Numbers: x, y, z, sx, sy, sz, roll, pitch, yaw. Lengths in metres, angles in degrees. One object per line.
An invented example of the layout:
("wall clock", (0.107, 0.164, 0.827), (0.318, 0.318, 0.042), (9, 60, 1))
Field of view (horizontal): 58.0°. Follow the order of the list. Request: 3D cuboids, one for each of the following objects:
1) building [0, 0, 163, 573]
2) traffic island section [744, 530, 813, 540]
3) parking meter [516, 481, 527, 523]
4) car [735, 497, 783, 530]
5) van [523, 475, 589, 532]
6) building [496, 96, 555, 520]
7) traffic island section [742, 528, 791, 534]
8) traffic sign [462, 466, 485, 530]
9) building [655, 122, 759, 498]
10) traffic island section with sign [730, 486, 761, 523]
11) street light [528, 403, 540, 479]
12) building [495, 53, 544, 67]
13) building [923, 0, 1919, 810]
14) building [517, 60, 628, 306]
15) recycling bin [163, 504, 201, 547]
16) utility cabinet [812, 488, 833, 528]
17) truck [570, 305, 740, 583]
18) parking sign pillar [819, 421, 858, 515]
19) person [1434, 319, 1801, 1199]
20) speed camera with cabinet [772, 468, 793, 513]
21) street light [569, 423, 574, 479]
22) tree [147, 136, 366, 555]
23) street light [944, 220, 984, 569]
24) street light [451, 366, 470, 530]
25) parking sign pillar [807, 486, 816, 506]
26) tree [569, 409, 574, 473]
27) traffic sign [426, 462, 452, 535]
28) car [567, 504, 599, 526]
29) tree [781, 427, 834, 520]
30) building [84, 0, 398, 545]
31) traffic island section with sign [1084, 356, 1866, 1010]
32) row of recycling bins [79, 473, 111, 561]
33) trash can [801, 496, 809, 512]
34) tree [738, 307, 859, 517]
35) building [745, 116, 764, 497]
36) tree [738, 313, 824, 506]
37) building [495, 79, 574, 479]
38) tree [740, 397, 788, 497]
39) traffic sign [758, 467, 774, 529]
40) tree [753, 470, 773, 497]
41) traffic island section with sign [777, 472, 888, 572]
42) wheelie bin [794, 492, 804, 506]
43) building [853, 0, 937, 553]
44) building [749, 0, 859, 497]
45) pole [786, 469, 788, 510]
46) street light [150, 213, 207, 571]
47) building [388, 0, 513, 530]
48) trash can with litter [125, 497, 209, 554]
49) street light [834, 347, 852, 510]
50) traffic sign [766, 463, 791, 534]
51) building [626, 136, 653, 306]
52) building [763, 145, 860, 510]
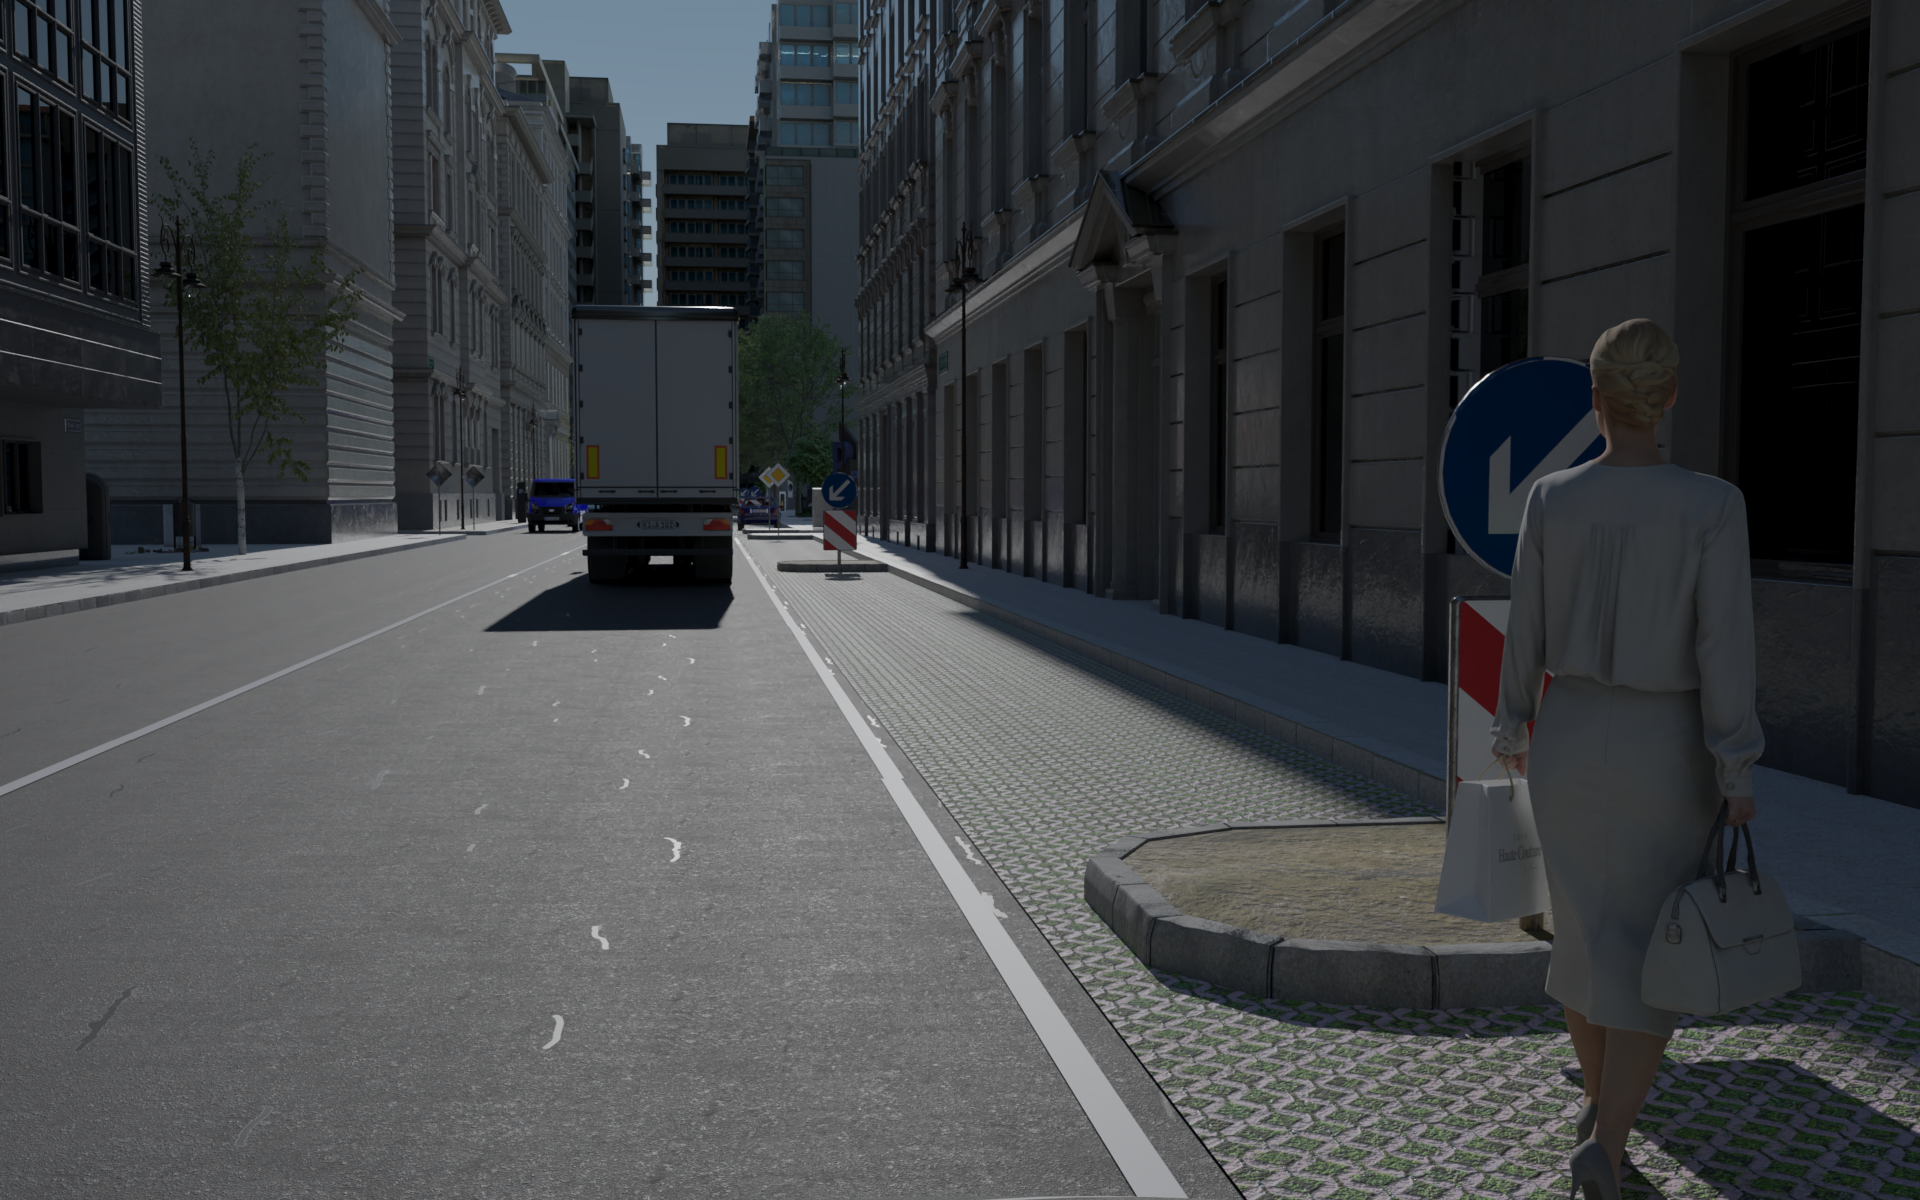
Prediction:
("building", (-19.559, -13.738, 18.130), (14.314, 27.812, 24.014), (-1, 4, -8))
("traffic island section", (-5.759, -2.013, 55.191), (2.009, 0.180, 2.903), (-1, 4, -8))
("parking meter", (-19.569, -4.378, 77.285), (0.399, 1.863, 0.255), (0, 4, -2))
("car", (-8.103, -3.505, 69.879), (1.945, 1.354, 3.894), (0, 4, -7))
("van", (-15.499, -3.815, 66.752), (2.240, 2.365, 5.245), (0, 4, -8))
("building", (-28.254, -16.191, 93.600), (11.050, 23.489, 19.941), (-1, 4, -8))
("traffic island section", (-6.916, -2.496, 63.092), (2.009, 0.180, 2.903), (-1, 4, -8))
("traffic sign", (-17.276, -3.540, 61.525), (0.795, 2.450, 0.064), (-1, 4, -8))
("building", (-29.230, -37.101, 230.305), (21.600, 48.544, 21.300), (-1, 4, -8))
("traffic island section with sign", (-10.476, -4.820, 87.433), (1.989, 1.847, 2.006), (-1, 4, -8))
("street light", (-21.558, -7.029, 87.713), (0.468, 5.910, 1.993), (-1, 4, -8))
("building", (-46.777, -27.776, 146.014), (32.217, 40.220, 23.993), (-1, 4, -8))
("building", (10.383, -14.669, 16.250), (17.030, 29.872, 44.131), (-1, 4, -8))
("building", (-49.111, -35.119, 197.901), (21.600, 48.544, 21.300), (-1, 4, -8))
("recycling bin", (-19.067, -1.829, 42.457), (0.722, 1.027, 0.722), (-1, 4, -13))
("utility cabinet", (-4.947, -3.452, 65.115), (1.173, 1.500, 0.318), (-1, 4, -15))
("truck", (-5.380, -2.600, 31.417), (2.839, 4.237, 11.283), (-1, 4, -9))
("parking sign pillar", (-4.174, -4.589, 63.508), (1.447, 3.967, 1.447), (-2, 4, -33))
("person", (1.293, 0.328, 3.495), (0.624, 1.780, 0.694), (-3, 4, -39))
("speed camera with cabinet", (-11.912, -7.449, 116.134), (0.660, 3.252, 2.038), (1, 4, 20))
("street light", (-25.164, -8.537, 112.368), (0.468, 5.910, 1.993), (-1, 4, -8))
("tree", (-14.947, -5.255, 36.274), (4.737, 8.622, 4.395), (0, 3, 0))
("street light", (0.065, -3.471, 29.544), (0.468, 5.910, 1.993), (-1, 4, -8))
("street light", (-17.949, -5.479, 62.361), (0.468, 5.910, 1.993), (-1, 4, -8))
("parking sign pillar", (-11.248, -8.963, 135.024), (1.447, 3.967, 1.447), (1, 4, 21))
("tree", (-28.944, -11.171, 133.009), (4.360, 8.622, 3.978), (0, 3, 0))
("traffic sign", (-16.119, -3.057, 53.623), (0.795, 2.450, 0.064), (-1, 4, -8))
("car", (-16.770, -4.186, 78.224), (2.009, 1.686, 4.222), (0, 4, -7))
("tree", (-7.040, -6.181, 84.769), (4.285, 4.588, 4.351), (0, 3, 0))
("building", (-25.945, -13.347, 47.101), (19.941, 23.489, 11.050), (-1, 4, -8))
("traffic island section with sign", (1.481, 0.176, 5.755), (1.989, 1.847, 2.006), (-1, 4, -8))
("row of recycling bins", (-18.284, -1.633, 33.811), (3.534, 1.692, 1.069), (1, 4, 9))
("trash can", (-10.042, -6.095, 111.299), (0.748, 1.137, 0.748), (0, 3, 0))
("tree", (-9.255, -10.493, 97.313), (9.928, 11.665, 9.643), (0, 3, 0))
("building", (-13.389, -33.347, 199.851), (22.147, 44.769, 28.867), (-1, 4, -8))
("tree", (-11.982, -11.654, 108.668), (7.486, 12.596, 7.792), (0, 3, 0))
("building", (-32.608, -20.006, 113.009), (13.634, 28.700, 20.117), (-1, 4, -8))
("tree", (-14.140, -10.802, 126.982), (4.737, 8.622, 4.395), (0, 3, 0))
("traffic sign", (-6.938, -3.631, 63.012), (0.795, 2.450, 0.064), (-1, 4, -8))
("tree", (-15.825, -8.833, 139.027), (1.663, 3.219, 1.824), (0, 3, 0))
("traffic island section with sign", (-2.420, -1.456, 32.428), (1.989, 1.847, 2.006), (-1, 4, -8))
("wheelie bin", (-11.588, -7.142, 124.679), (0.693, 1.594, 0.980), (-1, 4, -12))
("building", (2.599, -12.092, 46.857), (9.793, 20.994, 18.267), (-1, 4, -8))
("building", (-8.716, -33.693, 170.482), (23.786, 49.044, 30.456), (-1, 4, -8))
("pole", (-13.837, -8.847, 138.487), (0.158, 3.312, 0.155), (0, 3, 0))
("street light", (-12.959, -3.430, 28.865), (0.468, 5.910, 1.993), (-1, 4, -8))
("building", (-26.634, -17.365, 71.310), (14.401, 28.519, 23.554), (-1, 4, -8))
("trash can with litter", (-17.446, -1.650, 38.027), (1.678, 1.210, 2.233), (2, 4, 31))
("street light", (-3.692, -5.003, 54.583), (0.468, 5.910, 1.993), (-1, 4, -8))
("traffic sign", (-5.781, -3.148, 55.111), (0.795, 2.450, 0.064), (-1, 4, -8))
("building", (-55.743, -37.184, 227.558), (30.456, 49.044, 23.786), (-1, 4, -8))
("building", (-9.703, -23.003, 147.797), (14.160, 30.474, 14.107), (-1, 4, -8))
